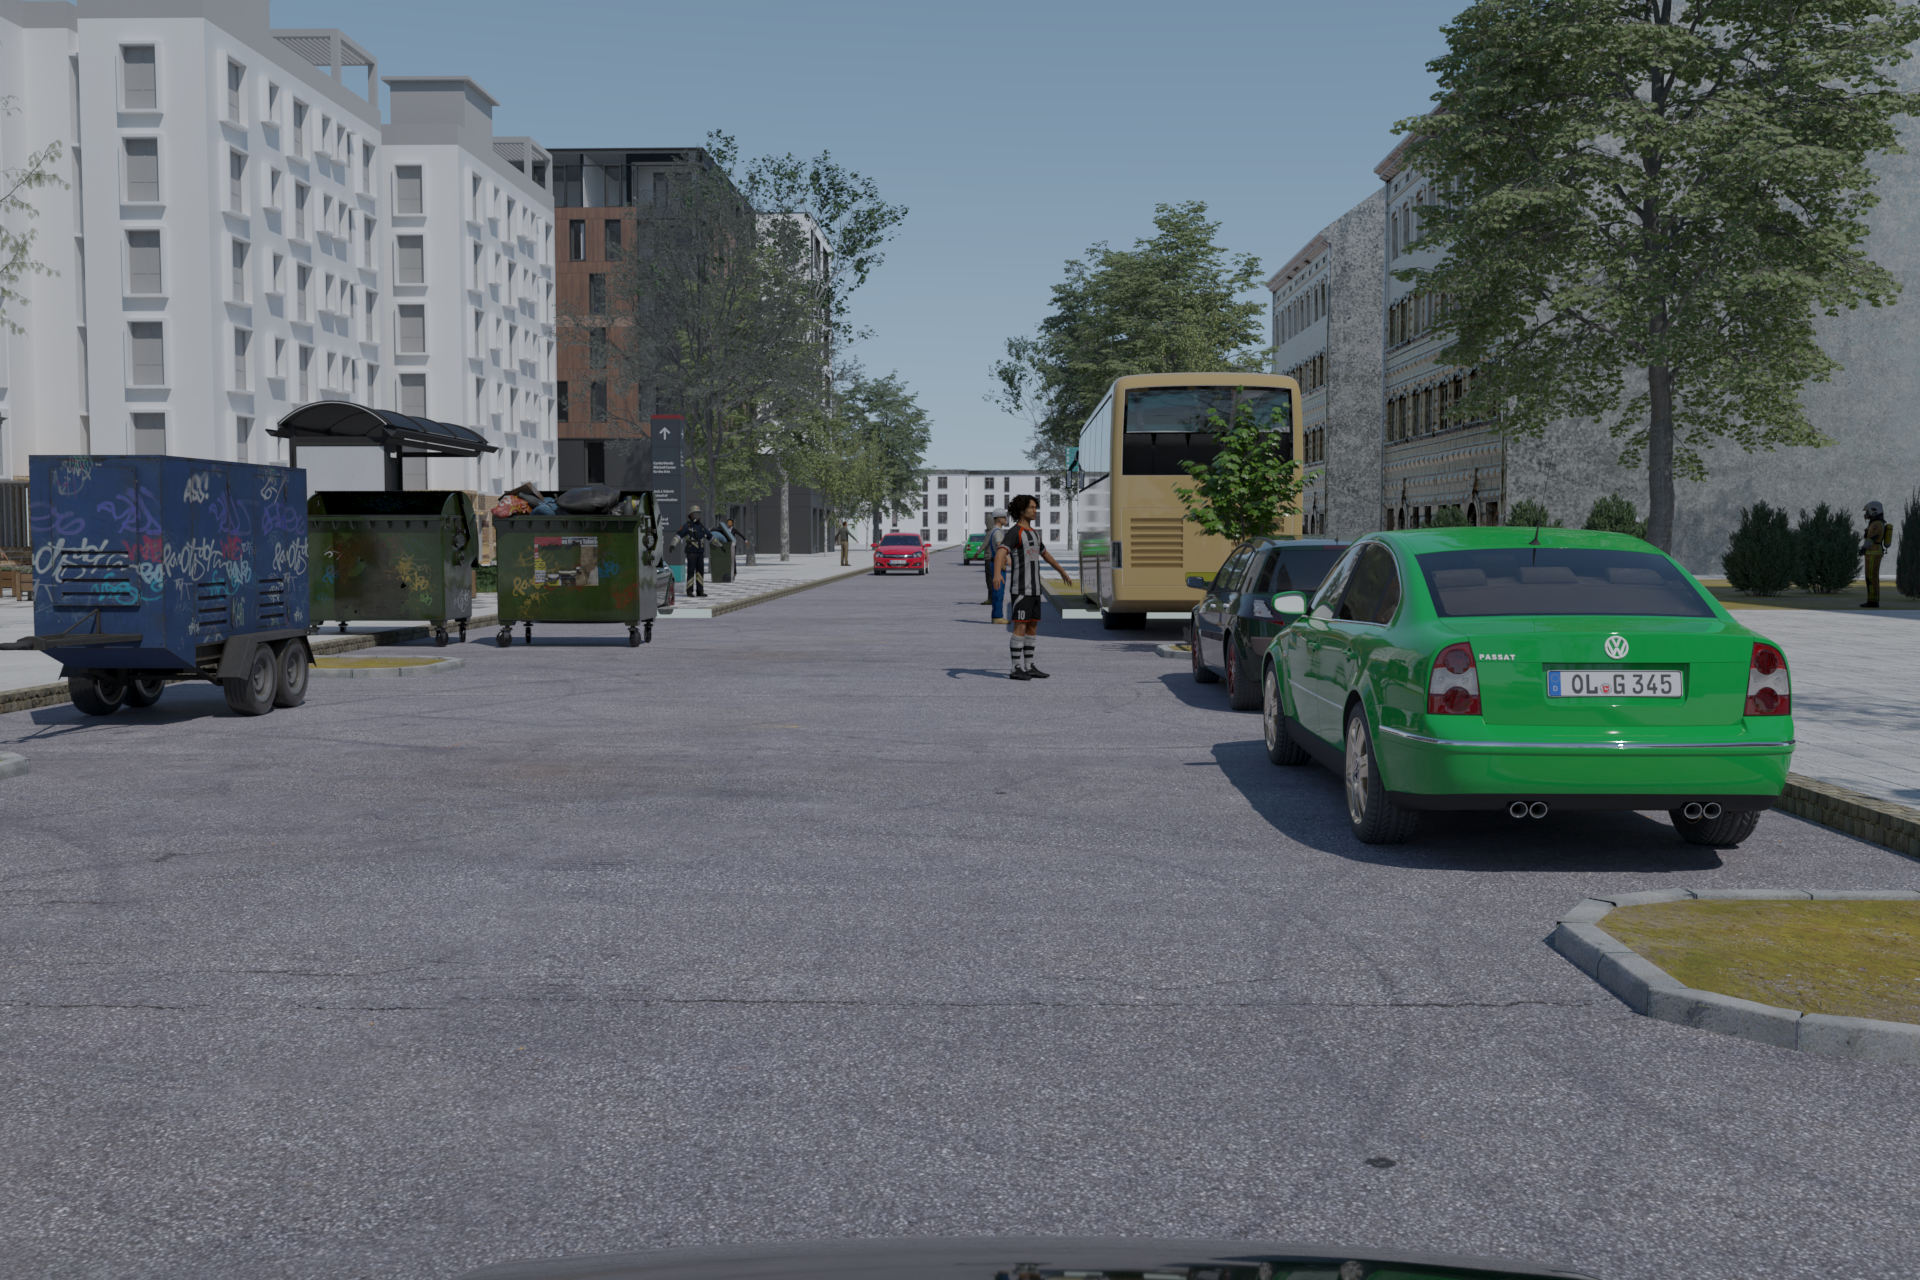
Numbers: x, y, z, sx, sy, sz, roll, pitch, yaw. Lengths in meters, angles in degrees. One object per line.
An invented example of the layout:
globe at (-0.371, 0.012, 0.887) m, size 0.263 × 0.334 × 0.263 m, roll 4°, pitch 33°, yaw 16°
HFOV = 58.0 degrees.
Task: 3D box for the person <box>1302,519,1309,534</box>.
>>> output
person at (9.928, -2.723, 50.740) m, size 0.704 × 1.802 × 1.346 m, roll -1°, pitch 4°, yaw -22°

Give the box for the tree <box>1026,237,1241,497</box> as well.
tree at (7.760, -10.271, 74.592) m, size 9.857 × 13.997 × 8.962 m, roll 0°, pitch 3°, yaw 0°

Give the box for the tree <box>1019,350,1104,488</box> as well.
tree at (8.642, -11.960, 105.914) m, size 12.009 × 13.543 × 11.850 m, roll 0°, pitch 3°, yaw 0°

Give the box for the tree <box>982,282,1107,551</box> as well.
tree at (8.053, -16.903, 132.250) m, size 12.611 × 20.169 × 13.585 m, roll 0°, pitch 3°, yaw 0°

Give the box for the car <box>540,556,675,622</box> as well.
car at (-6.024, -1.208, 29.536) m, size 2.009 × 1.686 × 4.222 m, roll 0°, pitch 4°, yaw 2°

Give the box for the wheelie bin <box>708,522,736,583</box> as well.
wheelie bin at (-6.275, -2.303, 45.560) m, size 0.693 × 1.594 × 0.980 m, roll 0°, pitch 4°, yaw 2°

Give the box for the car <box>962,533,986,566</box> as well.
car at (1.065, -4.354, 79.984) m, size 1.959 × 1.807 × 4.718 m, roll 0°, pitch 4°, yaw 1°

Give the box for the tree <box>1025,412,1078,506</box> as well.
tree at (8.863, -11.292, 119.042) m, size 8.767 × 10.594 × 7.601 m, roll -1°, pitch 4°, yaw -10°

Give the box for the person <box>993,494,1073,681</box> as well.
person at (0.667, -0.518, 17.078) m, size 0.704 × 1.843 × 1.345 m, roll 2°, pitch 4°, yaw 35°

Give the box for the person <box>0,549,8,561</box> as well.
person at (-13.097, -0.969, 22.598) m, size 1.215 × 1.744 × 0.721 m, roll -3°, pitch 5°, yaw -43°

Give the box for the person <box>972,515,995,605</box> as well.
person at (0.607, -1.618, 35.045) m, size 0.705 × 1.813 × 1.348 m, roll 1°, pitch 4°, yaw 23°

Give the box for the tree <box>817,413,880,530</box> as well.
tree at (-6.880, -9.405, 104.139) m, size 4.360 × 8.622 × 3.978 m, roll 0°, pitch 3°, yaw 0°

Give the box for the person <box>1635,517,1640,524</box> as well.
person at (19.297, -2.648, 49.753) m, size 1.216 × 1.772 × 0.721 m, roll -3°, pitch 4°, yaw -36°

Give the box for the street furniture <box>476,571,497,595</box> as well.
street furniture at (-12.848, -1.442, 39.195) m, size 10.072 × 0.657 × 5.734 m, roll 0°, pitch 4°, yaw 1°

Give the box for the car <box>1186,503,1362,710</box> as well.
car at (3.080, -0.346, 15.439) m, size 2.009 × 1.686 × 4.222 m, roll 0°, pitch 4°, yaw 1°

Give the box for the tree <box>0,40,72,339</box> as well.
tree at (-12.617, -4.246, 19.791) m, size 4.360 × 8.622 × 3.978 m, roll 0°, pitch 3°, yaw 0°

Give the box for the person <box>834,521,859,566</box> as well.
person at (-4.606, -3.867, 69.497) m, size 1.348 × 1.796 × 0.705 m, roll 3°, pitch 5°, yaw 42°

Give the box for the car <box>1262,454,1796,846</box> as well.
car at (2.759, -0.034, 9.351) m, size 1.959 × 1.807 × 4.718 m, roll 0°, pitch 4°, yaw 2°

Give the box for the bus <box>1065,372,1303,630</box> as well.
bus at (3.404, -2.277, 28.775) m, size 2.896 × 3.916 × 12.252 m, roll 0°, pitch 4°, yaw 2°

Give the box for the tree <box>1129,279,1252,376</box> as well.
tree at (6.720, -6.124, 50.492) m, size 4.737 × 8.622 × 4.395 m, roll 0°, pitch 3°, yaw 0°

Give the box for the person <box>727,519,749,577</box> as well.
person at (-6.954, -2.785, 52.256) m, size 1.216 × 1.740 × 0.721 m, roll 0°, pitch 4°, yaw 7°

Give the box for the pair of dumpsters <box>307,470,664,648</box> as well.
pair of dumpsters at (-6.133, -1.060, 22.289) m, size 4.436 × 2.255 × 1.574 m, roll 0°, pitch 4°, yaw 2°

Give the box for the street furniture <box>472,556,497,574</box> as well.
street furniture at (-14.763, -1.939, 47.329) m, size 10.072 × 0.657 × 5.734 m, roll -2°, pitch 4°, yaw -30°

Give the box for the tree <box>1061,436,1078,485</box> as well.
tree at (7.912, -8.927, 96.311) m, size 4.737 × 8.622 × 4.395 m, roll 0°, pitch 3°, yaw 0°

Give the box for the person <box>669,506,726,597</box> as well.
person at (-5.386, -1.806, 35.313) m, size 1.354 × 1.856 × 0.705 m, roll -3°, pitch 5°, yaw -43°

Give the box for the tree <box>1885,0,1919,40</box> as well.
tree at (27.947, -11.289, 40.461) m, size 12.611 × 20.169 × 13.585 m, roll 0°, pitch 3°, yaw 0°

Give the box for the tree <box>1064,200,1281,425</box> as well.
tree at (7.253, -8.629, 59.209) m, size 7.486 × 12.596 × 7.792 m, roll 0°, pitch 3°, yaw 0°

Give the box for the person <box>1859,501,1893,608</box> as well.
person at (15.912, -1.497, 30.239) m, size 0.705 × 1.858 × 1.354 m, roll 2°, pitch 4°, yaw 34°

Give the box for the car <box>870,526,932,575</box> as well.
car at (-2.055, -3.194, 61.266) m, size 2.155 × 1.783 × 4.494 m, roll 0°, pitch 4°, yaw 2°

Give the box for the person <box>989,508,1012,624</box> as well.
person at (0.647, -1.181, 27.617) m, size 0.705 × 1.847 × 1.347 m, roll 0°, pitch 4°, yaw -7°

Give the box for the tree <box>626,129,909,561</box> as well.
tree at (-9.098, -13.816, 81.788) m, size 12.611 × 20.169 × 13.585 m, roll 0°, pitch 3°, yaw 0°
